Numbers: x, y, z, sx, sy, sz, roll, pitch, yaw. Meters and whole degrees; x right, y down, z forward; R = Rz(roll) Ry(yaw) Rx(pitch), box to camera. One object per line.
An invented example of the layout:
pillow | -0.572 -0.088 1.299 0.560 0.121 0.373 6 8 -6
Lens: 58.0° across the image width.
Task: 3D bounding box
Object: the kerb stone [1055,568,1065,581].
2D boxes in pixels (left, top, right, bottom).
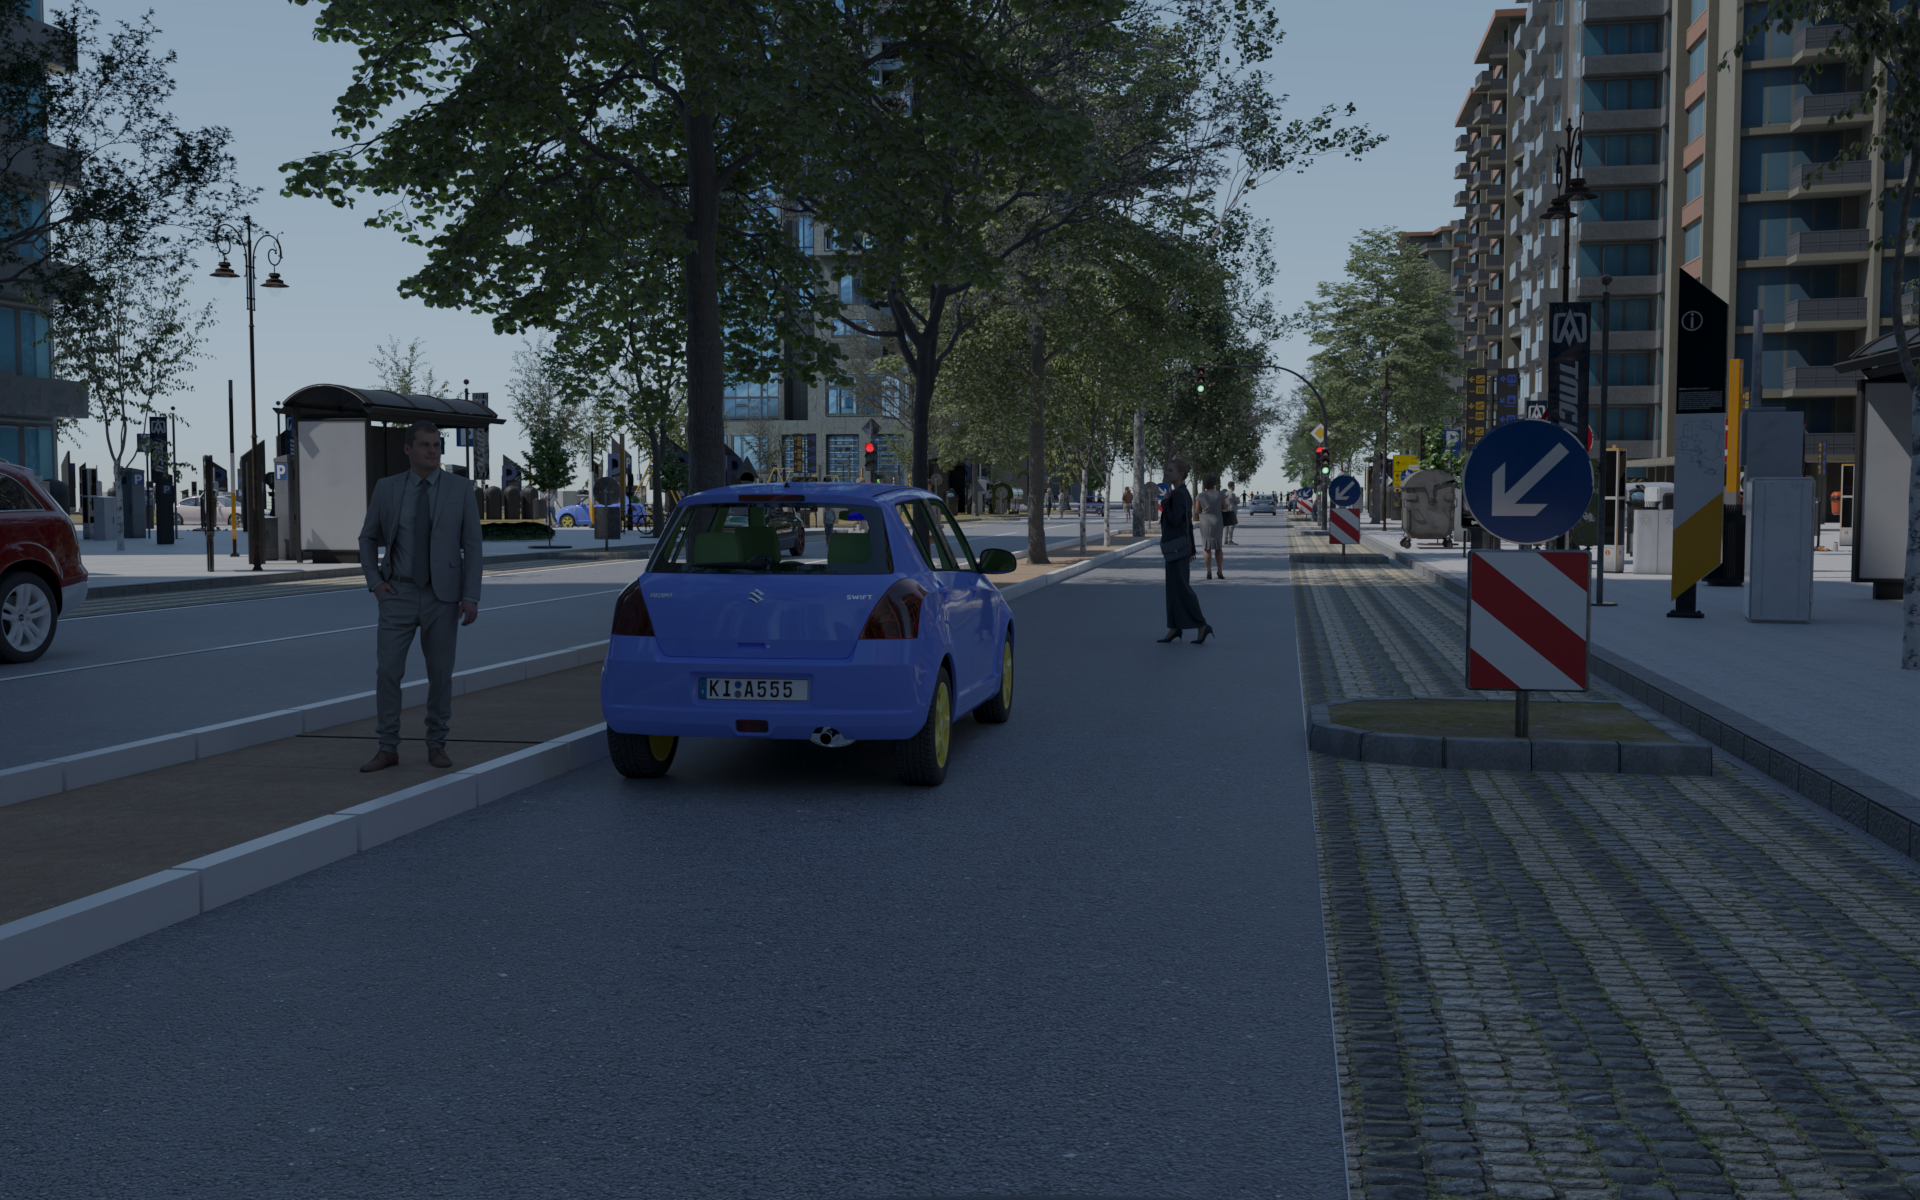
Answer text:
kerb stone | 1.577 -0.393 28.627 0.120 0.150 1.000 1 4 11

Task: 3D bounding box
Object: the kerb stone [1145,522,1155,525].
kerb stone | 8.430 -3.339 76.873 0.120 0.150 1.000 1 4 11

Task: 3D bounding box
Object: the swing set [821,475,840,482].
swing set | -11.269 -8.933 143.679 2.862 2.851 3.119 3 4 37

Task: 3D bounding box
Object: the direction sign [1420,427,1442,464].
direction sign | 16.002 -4.082 58.741 0.876 3.537 0.379 -1 4 -13

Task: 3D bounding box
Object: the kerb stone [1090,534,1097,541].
kerb stone | 4.017 -1.895 53.185 0.120 0.150 1.000 1 4 11

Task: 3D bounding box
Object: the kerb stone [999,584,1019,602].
kerb stone | 0.639 -0.085 23.585 0.120 0.150 1.000 1 4 11

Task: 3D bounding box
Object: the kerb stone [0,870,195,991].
kerb stone | -2.746 1.028 5.428 0.120 0.150 1.000 1 4 11

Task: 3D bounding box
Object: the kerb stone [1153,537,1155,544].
kerb stone | 5.332 -1.626 48.797 0.120 0.150 1.000 1 4 11

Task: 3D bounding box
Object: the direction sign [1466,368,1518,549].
direction sign | 9.591 -2.403 31.292 0.876 3.537 0.379 1 4 19

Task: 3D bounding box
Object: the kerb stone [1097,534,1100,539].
kerb stone | 4.198 -1.957 54.192 0.120 0.150 1.000 1 4 11

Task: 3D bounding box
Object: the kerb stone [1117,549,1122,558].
kerb stone | 3.460 -1.010 38.711 0.120 0.150 1.000 1 4 11

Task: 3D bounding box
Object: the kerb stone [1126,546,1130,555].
kerb stone | 3.842 -1.133 40.728 0.120 0.150 1.000 1 4 11

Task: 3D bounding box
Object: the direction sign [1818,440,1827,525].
direction sign | 36.239 -4.945 72.854 0.379 3.537 0.876 0 4 8

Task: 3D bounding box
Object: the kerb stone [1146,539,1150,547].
kerb stone | 4.957 -1.503 46.781 0.120 0.150 1.000 1 4 11

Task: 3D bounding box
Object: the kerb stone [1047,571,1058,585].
kerb stone | 1.396 -0.332 27.620 0.120 0.150 1.000 1 4 11

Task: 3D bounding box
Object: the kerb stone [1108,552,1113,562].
kerb stone | 3.083 -0.887 36.695 0.120 0.150 1.000 1 4 11

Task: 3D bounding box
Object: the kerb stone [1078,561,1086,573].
kerb stone | 2.146 -0.574 31.644 0.120 0.150 1.000 1 4 11

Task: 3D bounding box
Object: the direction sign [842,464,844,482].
direction sign | -8.732 -8.405 129.419 0.379 3.537 0.876 -1 4 -8

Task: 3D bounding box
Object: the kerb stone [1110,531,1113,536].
kerb stone | 4.962 -2.204 58.232 0.120 0.150 1.000 1 4 11

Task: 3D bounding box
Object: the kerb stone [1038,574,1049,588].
kerb stone | 1.200 -0.265 26.617 0.120 0.150 1.000 1 4 11

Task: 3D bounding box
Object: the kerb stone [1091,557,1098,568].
kerb stone | 2.515 -0.701 33.658 0.120 0.150 1.000 1 4 11

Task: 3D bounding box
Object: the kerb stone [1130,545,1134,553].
kerb stone | 4.022 -1.195 41.734 0.120 0.150 1.000 1 4 11

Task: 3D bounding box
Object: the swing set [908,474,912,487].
swing set | -3.110 -9.156 147.315 3.119 2.851 2.862 1 4 16

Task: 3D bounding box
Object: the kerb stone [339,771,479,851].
kerb stone | -2.366 0.902 7.448 0.120 0.150 1.000 1 4 11

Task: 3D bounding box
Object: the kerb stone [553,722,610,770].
kerb stone | -1.990 0.779 9.466 0.120 0.150 1.000 1 4 11

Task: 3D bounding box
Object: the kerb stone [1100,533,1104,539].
kerb stone | 4.392 -2.019 55.199 0.120 0.150 1.000 1 4 11

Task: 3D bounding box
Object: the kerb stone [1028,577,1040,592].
kerb stone | 1.013 -0.208 25.596 0.120 0.150 1.000 1 4 11

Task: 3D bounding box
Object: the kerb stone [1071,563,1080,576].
kerb stone | 1.953 -0.511 30.640 0.120 0.150 1.000 1 4 11

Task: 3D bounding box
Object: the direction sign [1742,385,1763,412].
direction sign | 16.633 -2.720 36.465 0.379 3.537 0.876 0 4 0

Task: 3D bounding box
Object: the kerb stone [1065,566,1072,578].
kerb stone | 1.762 -0.452 29.633 0.120 0.150 1.000 1 4 11

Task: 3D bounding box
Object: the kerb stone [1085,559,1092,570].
kerb stone | 2.331 -0.639 32.649 0.120 0.150 1.000 1 4 11

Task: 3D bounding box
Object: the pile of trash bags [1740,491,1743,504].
pile of trash bags | 21.648 -2.489 50.444 3.447 1.369 1.912 -2 4 -25

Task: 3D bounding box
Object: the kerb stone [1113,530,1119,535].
kerb stone | 5.334 -2.327 60.258 0.120 0.150 1.000 1 4 11

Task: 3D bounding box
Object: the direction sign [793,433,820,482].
direction sign | -5.788 -4.445 64.668 0.876 3.537 0.379 1 4 10

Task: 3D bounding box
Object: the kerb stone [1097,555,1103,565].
kerb stone | 2.704 -0.762 34.677 0.120 0.150 1.000 1 4 11

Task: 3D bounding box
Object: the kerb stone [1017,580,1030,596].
kerb stone | 0.826 -0.146 24.590 0.120 0.150 1.000 1 4 11

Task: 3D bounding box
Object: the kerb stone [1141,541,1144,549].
kerb stone | 4.583 -1.380 44.762 0.120 0.150 1.000 1 4 11

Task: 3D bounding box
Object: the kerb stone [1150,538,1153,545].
kerb stone | 5.146 -1.565 47.788 0.120 0.150 1.000 1 4 11

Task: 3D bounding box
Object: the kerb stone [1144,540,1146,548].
kerb stone | 4.762 -1.442 45.768 0.120 0.150 1.000 1 4 11

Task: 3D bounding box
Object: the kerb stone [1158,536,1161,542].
kerb stone | 5.719 -1.743 50.805 0.120 0.150 1.000 1 4 11

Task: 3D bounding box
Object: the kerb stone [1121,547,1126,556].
kerb stone | 3.638 -1.069 39.718 0.120 0.150 1.000 1 4 11

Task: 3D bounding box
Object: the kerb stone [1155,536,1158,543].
kerb stone | 5.520 -1.686 49.802 0.120 0.150 1.000 1 4 11

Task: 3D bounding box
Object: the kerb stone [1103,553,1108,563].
kerb stone | 2.887 -0.825 35.683 0.120 0.150 1.000 1 4 11

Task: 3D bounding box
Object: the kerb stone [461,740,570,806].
kerb stone | -2.175 0.841 8.453 0.120 0.150 1.000 1 4 11

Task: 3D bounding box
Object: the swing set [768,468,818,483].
swing set | -10.583 -6.554 104.776 2.862 2.851 3.119 1 4 16

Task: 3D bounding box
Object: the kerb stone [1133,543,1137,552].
kerb stone | 4.207 -1.257 42.739 0.120 0.150 1.000 1 4 11

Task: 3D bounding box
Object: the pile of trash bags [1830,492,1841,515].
pile of trash bags | 50.777 -5.553 100.547 1.912 1.369 3.447 -2 4 -26

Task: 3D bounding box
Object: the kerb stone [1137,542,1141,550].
kerb stone | 4.397 -1.319 43.757 0.120 0.150 1.000 1 4 11

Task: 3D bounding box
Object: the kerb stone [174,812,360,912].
kerb stone | -2.559 0.964 6.433 0.120 0.150 1.000 1 4 11

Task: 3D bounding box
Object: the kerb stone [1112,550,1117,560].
kerb stone | 3.264 -0.948 37.708 0.120 0.150 1.000 1 4 11

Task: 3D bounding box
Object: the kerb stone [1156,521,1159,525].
kerb stone | 9.004 -3.529 79.901 0.120 0.150 1.000 1 4 11

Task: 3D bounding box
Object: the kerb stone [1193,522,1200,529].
kerb stone | 10.313 -3.251 75.494 0.120 0.150 1.000 1 4 11
